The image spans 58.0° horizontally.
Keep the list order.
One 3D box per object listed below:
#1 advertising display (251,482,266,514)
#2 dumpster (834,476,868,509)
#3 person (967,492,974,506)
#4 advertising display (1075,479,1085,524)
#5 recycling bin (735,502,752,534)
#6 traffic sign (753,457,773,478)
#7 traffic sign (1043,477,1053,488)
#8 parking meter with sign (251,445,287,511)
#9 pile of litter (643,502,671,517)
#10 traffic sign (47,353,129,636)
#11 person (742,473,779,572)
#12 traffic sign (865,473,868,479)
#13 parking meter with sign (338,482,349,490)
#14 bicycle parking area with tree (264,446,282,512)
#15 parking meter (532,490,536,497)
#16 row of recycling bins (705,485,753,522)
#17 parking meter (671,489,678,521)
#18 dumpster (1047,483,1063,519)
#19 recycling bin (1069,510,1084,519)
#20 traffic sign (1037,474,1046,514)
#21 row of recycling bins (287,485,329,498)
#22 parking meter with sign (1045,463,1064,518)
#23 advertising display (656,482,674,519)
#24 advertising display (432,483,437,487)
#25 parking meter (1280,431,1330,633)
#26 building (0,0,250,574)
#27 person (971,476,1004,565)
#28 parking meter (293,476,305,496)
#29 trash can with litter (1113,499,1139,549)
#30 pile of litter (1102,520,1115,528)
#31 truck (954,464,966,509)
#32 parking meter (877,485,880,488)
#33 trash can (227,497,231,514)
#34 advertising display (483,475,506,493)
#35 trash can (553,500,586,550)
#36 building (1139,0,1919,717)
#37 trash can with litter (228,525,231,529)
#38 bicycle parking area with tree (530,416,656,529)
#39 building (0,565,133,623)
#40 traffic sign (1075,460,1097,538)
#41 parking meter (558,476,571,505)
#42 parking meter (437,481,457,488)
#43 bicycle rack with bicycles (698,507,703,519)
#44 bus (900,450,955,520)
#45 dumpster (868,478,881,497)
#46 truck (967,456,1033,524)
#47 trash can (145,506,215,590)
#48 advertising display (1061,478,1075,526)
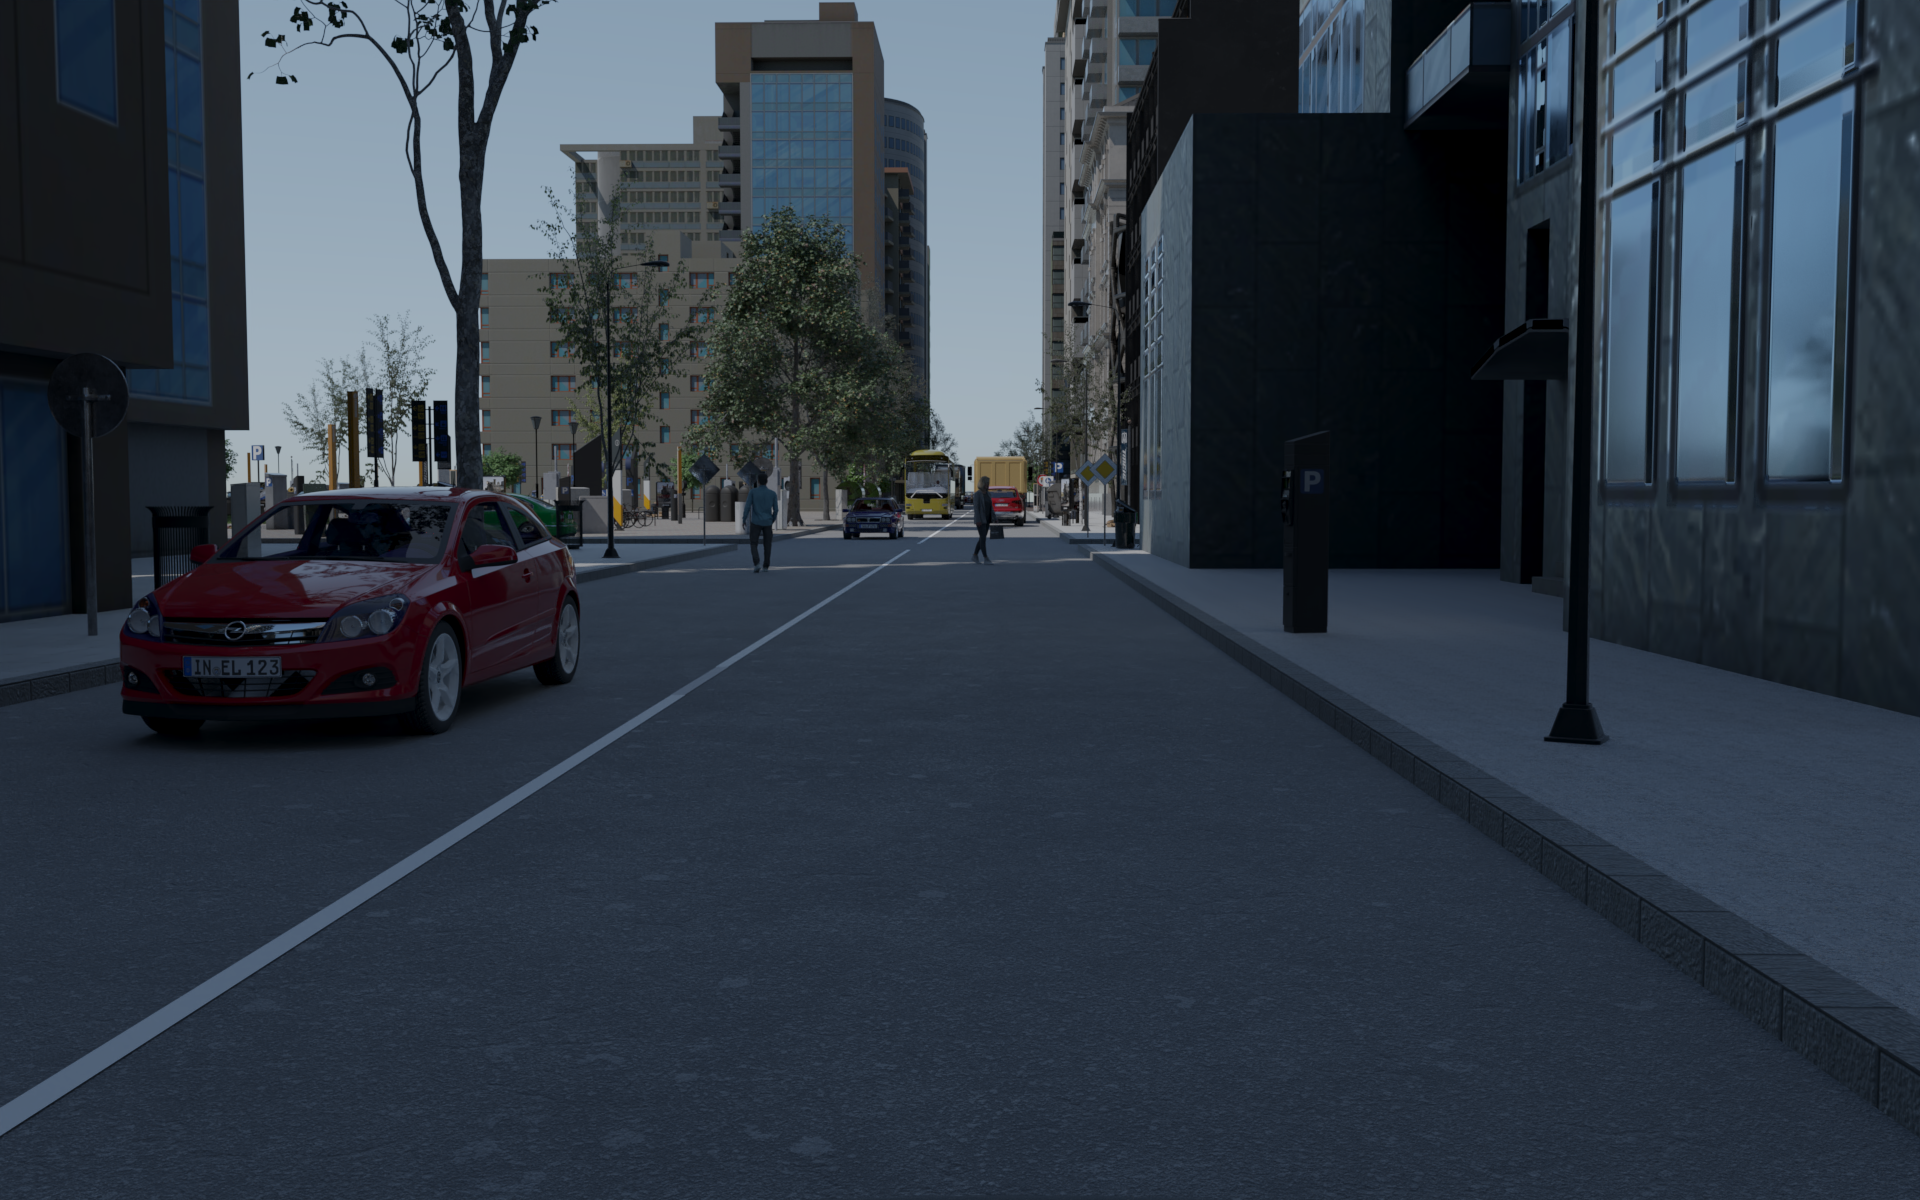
[{"bbox_3d":[-36.927,-5.270,91.373,0.974,1.923,0.123,-2,4,-28],"label":"advertising display"},{"bbox_3d":[-5.843,-5.451,91.614,1.502,2.255,1.985,0,4,1],"label":"dumpster"},{"bbox_3d":[1.474,-12.645,215.954,1.217,1.735,0.721,1,4,11],"label":"person"},{"bbox_3d":[5.179,-4.293,75.402,0.123,1.923,0.974,3,5,40],"label":"advertising display"},{"bbox_3d":[-6.705,-2.621,55.401,0.722,1.027,0.722,-3,5,-41],"label":"recycling bin"},{"bbox_3d":[-6.826,-3.653,59.830,0.768,2.556,0.104,0,4,2],"label":"traffic sign"},{"bbox_3d":[5.112,-6.008,100.365,0.606,2.300,0.079,0,4,7],"label":"traffic sign"},{"bbox_3d":[-24.607,-4.044,62.388,0.543,3.016,1.738,2,4,25],"label":"parking meter with sign"},{"bbox_3d":[-16.896,-5.038,96.332,1.719,0.858,1.176,0,4,-6],"label":"pile of litter"},{"bbox_3d":[-7.866,-0.950,15.633,0.768,2.556,0.104,0,4,5],"label":"traffic sign"},{"bbox_3d":[-3.649,-1.421,31.755,0.660,1.820,0.620,-1,4,-19],"label":"person"},{"bbox_3d":[-5.729,-6.456,105.555,0.884,2.594,0.081,0,4,5],"label":"traffic sign"},{"bbox_3d":[-40.358,-7.168,113.453,1.738,3.016,0.543,-3,5,-40],"label":"parking meter with sign"},{"bbox_3d":[-41.298,-6.962,100.825,9.016,4.147,8.231,2,4,31],"label":"bicycle parking area with tree"},{"bbox_3d":[-27.883,-6.432,113.568,0.372,1.533,0.369,0,3,0],"label":"parking meter"},{"bbox_3d":[-10.148,-4.442,79.741,3.534,1.692,1.069,1,4,16],"label":"row of recycling bins"},{"bbox_3d":[-13.674,-4.563,83.014,0.372,1.533,0.369,0,3,0],"label":"parking meter"},{"bbox_3d":[5.078,-5.063,88.536,1.264,1.857,1.865,0,4,1],"label":"dumpster"},{"bbox_3d":[6.139,-4.748,90.180,0.722,1.027,0.722,-3,4,-37],"label":"recycling bin"},{"bbox_3d":[5.357,-6.836,111.879,0.768,2.556,0.104,0,4,8],"label":"traffic sign"},{"bbox_3d":[-28.738,-4.266,76.856,3.534,1.692,1.069,3,5,42],"label":"row of recycling bins"},{"bbox_3d":[5.158,-6.058,95.316,0.543,3.016,1.738,1,4,22],"label":"parking meter with sign"},{"bbox_3d":[-15.150,-5.125,89.005,0.974,1.923,0.123,-2,4,-32],"label":"advertising display"},{"bbox_3d":[-29.781,-5.749,99.209,0.123,1.923,0.974,2,4,35],"label":"advertising display"},{"bbox_3d":[3.191,-0.631,16.031,0.399,1.863,0.255,-1,4,-10],"label":"parking meter"},{"bbox_3d":[-23.157,-23.286,30.841,14.200,45.320,14.600,0,4,1],"label":"building"},{"bbox_3d":[0.517,-1.631,35.351,0.728,1.800,0.709,3,5,45],"label":"person"},{"bbox_3d":[-20.874,-2.998,54.728,0.255,1.863,0.399,-3,4,-38],"label":"parking meter"},{"bbox_3d":[4.128,-1.792,40.680,1.055,1.170,0.624,1,4,13],"label":"trash can with litter"},{"bbox_3d":[6.145,-3.247,67.053,1.719,0.858,1.176,-2,4,-35],"label":"pile of litter"},{"bbox_3d":[-0.973,-10.823,165.865,2.839,4.237,11.283,0,4,3],"label":"truck"},{"bbox_3d":[-5.119,-6.189,106.896,0.255,1.863,0.399,3,4,38],"label":"parking meter"},{"bbox_3d":[-32.168,-3.974,76.627,0.748,1.137,0.748,0,3,0],"label":"trash can"},{"bbox_3d":[-16.084,-3.324,59.554,0.974,1.923,0.123,1,4,10],"label":"advertising display"},{"bbox_3d":[-9.065,-1.745,40.191,0.748,1.137,0.748,0,3,0],"label":"trash can"},{"bbox_3d":[14.986,-43.376,21.865,22.319,86.520,31.000,0,4,1],"label":"building"},{"bbox_3d":[-27.071,-3.265,64.443,2.233,1.210,1.678,1,4,10],"label":"trash can with litter"},{"bbox_3d":[-15.667,-4.868,66.587,9.016,4.147,8.231,1,4,16],"label":"bicycle parking area with tree"},{"bbox_3d":[-16.005,-22.108,11.570,14.600,45.320,14.200,0,4,1],"label":"building"},{"bbox_3d":[3.756,-2.886,50.831,0.795,2.450,0.064,0,4,1],"label":"traffic sign"},{"bbox_3d":[-12.634,-3.034,55.311,0.399,1.863,0.255,-1,4,-17],"label":"parking meter"},{"bbox_3d":[-10.094,-1.572,34.116,0.372,1.533,0.369,0,3,0],"label":"parking meter"},{"bbox_3d":[-12.067,-4.580,88.267,2.852,0.926,2.925,-2,4,-35],"label":"bicycle rack with bicycles"},{"bbox_3d":[-1.694,-6.630,99.944,2.896,3.916,12.252,0,4,1],"label":"bus"},{"bbox_3d":[-5.556,-6.233,104.408,1.502,2.255,1.985,0,4,1],"label":"dumpster"},{"bbox_3d":[2.040,-5.621,87.834,3.469,3.379,9.791,0,4,1],"label":"truck"},{"bbox_3d":[-9.179,-0.536,20.417,0.748,1.137,0.748,0,3,0],"label":"trash can"},{"bbox_3d":[4.265,-3.933,69.512,0.123,1.923,0.974,-1,4,-17],"label":"advertising display"}]
